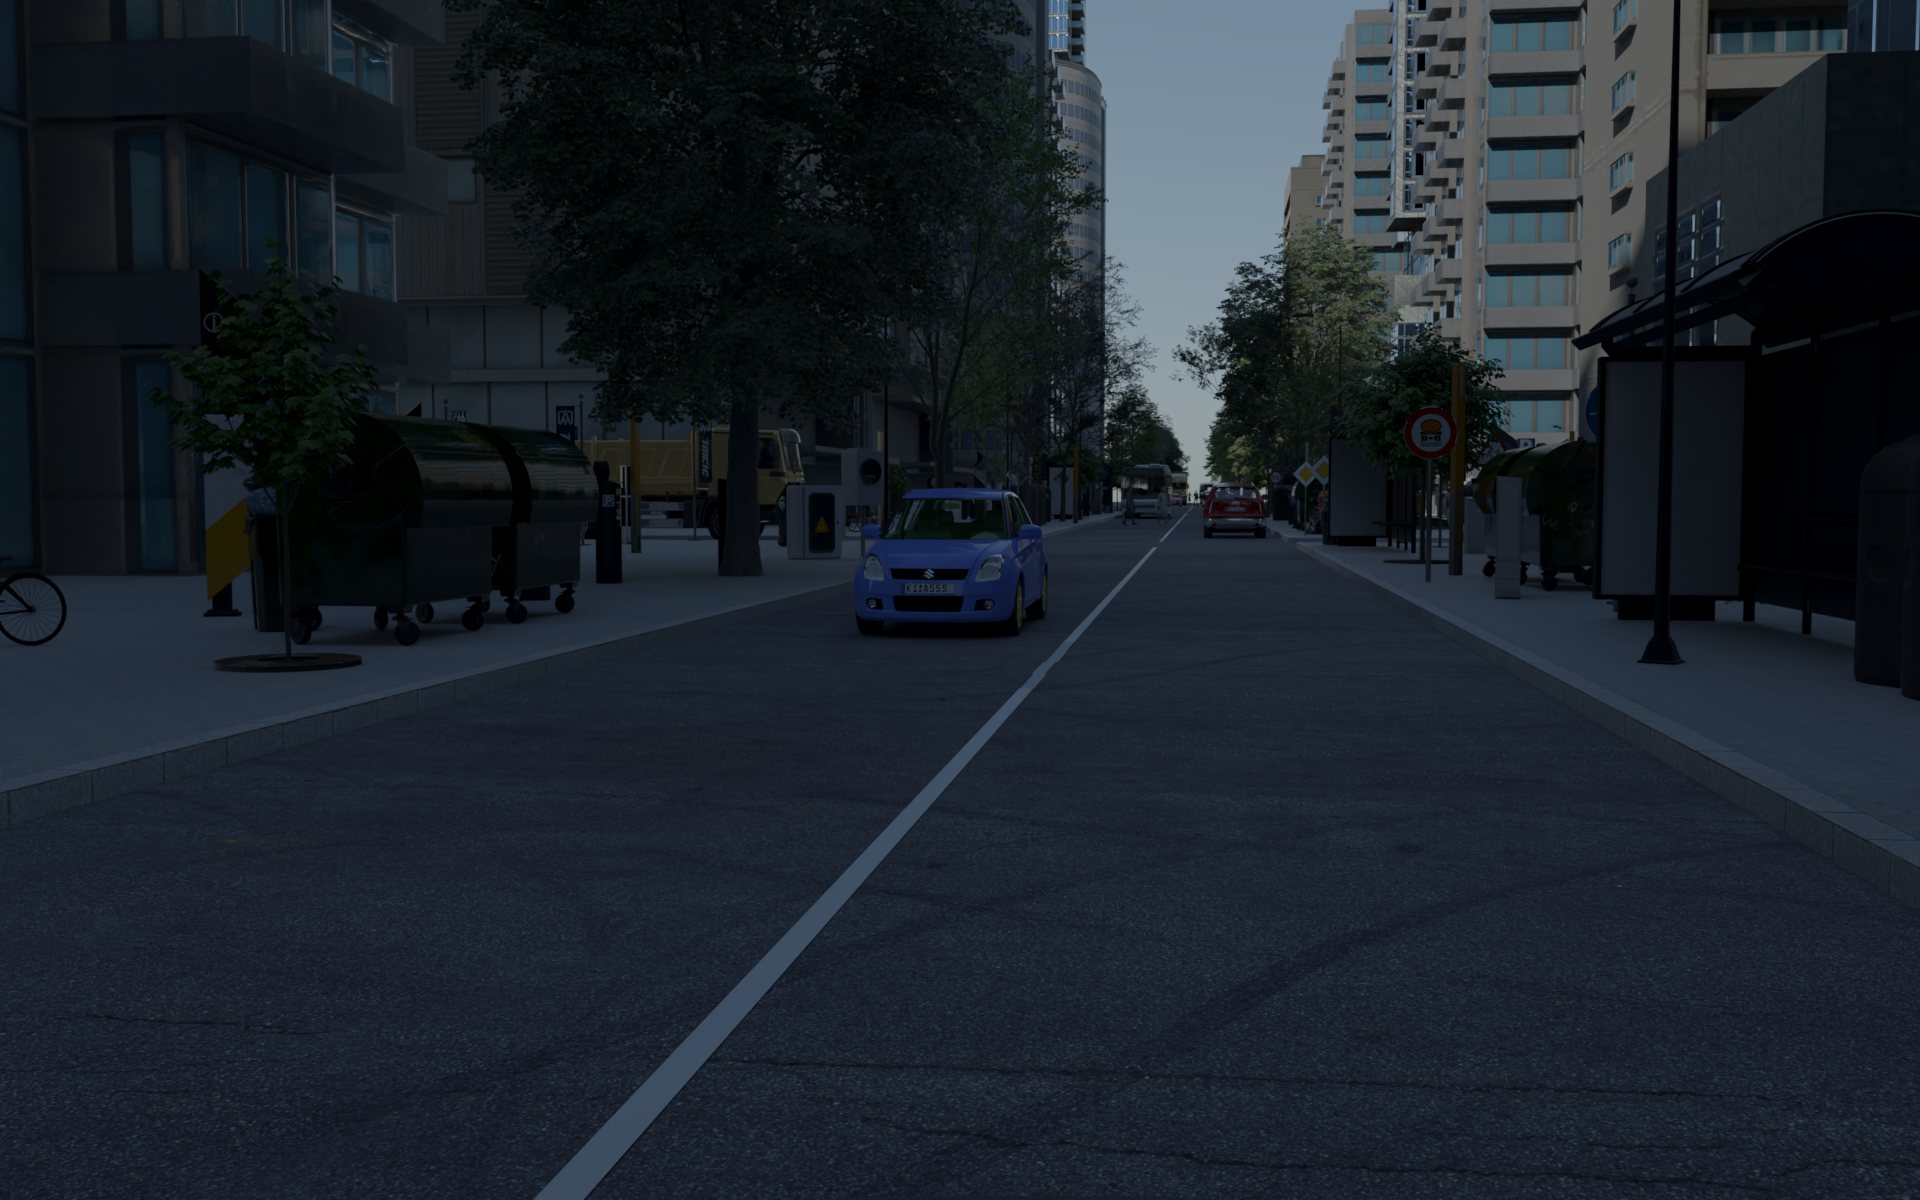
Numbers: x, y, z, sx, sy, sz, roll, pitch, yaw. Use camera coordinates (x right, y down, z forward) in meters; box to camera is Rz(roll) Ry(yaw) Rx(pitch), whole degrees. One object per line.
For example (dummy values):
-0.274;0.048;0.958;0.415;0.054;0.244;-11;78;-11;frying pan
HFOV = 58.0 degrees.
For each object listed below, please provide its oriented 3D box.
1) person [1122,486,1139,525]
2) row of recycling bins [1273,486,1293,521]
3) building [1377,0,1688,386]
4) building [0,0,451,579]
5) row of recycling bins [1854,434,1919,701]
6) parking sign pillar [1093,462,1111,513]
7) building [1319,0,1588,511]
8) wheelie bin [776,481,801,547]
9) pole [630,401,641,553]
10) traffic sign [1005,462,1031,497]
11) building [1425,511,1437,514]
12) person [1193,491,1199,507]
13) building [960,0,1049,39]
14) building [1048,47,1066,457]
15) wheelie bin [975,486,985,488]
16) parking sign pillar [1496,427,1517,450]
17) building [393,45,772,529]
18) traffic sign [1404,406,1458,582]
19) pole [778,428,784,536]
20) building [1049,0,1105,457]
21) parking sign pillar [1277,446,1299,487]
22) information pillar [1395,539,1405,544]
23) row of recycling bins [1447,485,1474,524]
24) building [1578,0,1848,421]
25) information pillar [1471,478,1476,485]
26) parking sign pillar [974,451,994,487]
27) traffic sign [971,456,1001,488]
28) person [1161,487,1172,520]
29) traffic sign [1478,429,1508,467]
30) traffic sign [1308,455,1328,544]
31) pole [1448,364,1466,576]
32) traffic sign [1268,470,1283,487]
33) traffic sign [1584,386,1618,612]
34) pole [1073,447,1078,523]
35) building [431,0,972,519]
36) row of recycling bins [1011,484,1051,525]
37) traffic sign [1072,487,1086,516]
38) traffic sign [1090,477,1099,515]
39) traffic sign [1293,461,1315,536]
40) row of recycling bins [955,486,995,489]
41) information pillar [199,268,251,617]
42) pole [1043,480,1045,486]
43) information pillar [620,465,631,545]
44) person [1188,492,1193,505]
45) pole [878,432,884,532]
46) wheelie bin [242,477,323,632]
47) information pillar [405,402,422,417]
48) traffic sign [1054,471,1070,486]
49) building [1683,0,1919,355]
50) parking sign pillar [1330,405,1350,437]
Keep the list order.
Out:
7.920;-4.396;80.479;0.767;1.812;0.694;1;4;9;person
16.427;-4.774;85.174;1.069;1.692;3.534;3;5;39;row of recycling bins
44.292;-50.783;142.981;22.319;86.520;31.000;0;4;8;building
-25.743;-24.950;27.534;30.456;49.044;23.786;0;4;8;building
6.319;-0.195;10.305;1.069;1.692;3.534;0;4;8;row of recycling bins
9.851;-8.025;119.684;1.447;3.967;1.447;2;4;26;parking sign pillar
48.123;-33.942;174.559;23.786;49.044;30.456;0;4;8;building
-4.055;-2.112;42.438;0.693;1.594;0.980;1;4;22;wheelie bin
-7.038;-2.673;37.555;0.158;3.312;0.155;0;3;0;pole
1.797;-3.056;53.609;0.795;2.450;0.064;0;4;8;traffic sign
40.552;-29.870;107.981;23.786;49.044;30.456;0;4;8;building
26.844;-11.541;197.069;0.709;1.838;0.599;0;4;6;person
-4.380;-36.793;143.570;21.231;58.520;28.212;0;4;8;building
-1.244;-33.846;172.986;23.786;49.044;30.456;0;4;8;building
0.924;-3.647;67.530;0.980;1.594;0.693;1;4;8;wheelie bin
20.133;-4.627;64.128;1.447;3.967;1.447;-3;5;-41;parking sign pillar
-18.256;-29.801;76.489;28.713;52.752;27.495;0;4;8;building
6.843;-1.537;25.238;0.768;2.556;0.104;1;4;11;traffic sign
-5.531;-3.653;53.572;0.158;3.312;0.155;0;3;0;pole
11.333;-58.136;263.191;22.319;86.520;31.000;0;4;8;building
18.090;-6.533;95.293;1.447;3.967;1.447;1;4;9;parking sign pillar
11.493;-2.477;44.991;0.304;2.012;0.304;0;4;6;information pillar
22.087;-4.159;75.107;1.069;1.692;3.534;0;4;-7;row of recycling bins
36.331;-27.134;67.350;21.600;48.544;21.300;0;4;8;building
23.462;-4.561;79.057;0.304;2.012;0.304;1;4;14;information pillar
1.485;-7.247;106.962;1.447;3.967;1.447;3;5;43;parking sign pillar
0.682;-2.572;45.702;0.795;2.450;0.064;0;4;8;traffic sign
11.463;-5.370;96.401;0.767;1.812;0.694;0;4;5;person
10.642;-2.114;34.573;0.884;2.594;0.081;1;4;13;traffic sign
9.338;-2.497;44.465;0.795;2.450;0.064;0;4;8;traffic sign
7.822;-2.043;27.240;0.158;3.312;0.155;0;3;0;pole
16.873;-5.656;92.581;0.768;2.556;0.104;1;4;15;traffic sign
7.151;-1.142;18.776;0.768;2.556;0.104;1;4;16;traffic sign
5.050;-5.002;75.621;0.158;3.312;0.155;0;3;0;pole
-14.268;-31.955;111.706;28.713;52.752;27.495;0;4;8;building
2.878;-3.911;71.057;1.069;1.692;3.534;1;4;15;row of recycling bins
6.141;-6.453;99.379;2.265;3.308;0.079;1;4;15;traffic sign
8.047;-6.445;105.481;0.768;2.556;0.104;1;4;17;traffic sign
10.453;-2.980;52.373;0.795;2.450;0.064;0;4;8;traffic sign
1.309;-4.957;88.163;3.534;1.692;1.069;0;4;4;row of recycling bins
-7.658;-1.635;18.084;0.504;3.616;0.183;-1;4;-10;information pillar
5.144;-6.877;106.288;0.158;3.312;0.155;0;3;0;pole
-8.458;-2.427;44.167;0.304;2.012;0.304;-3;5;-42;information pillar
30.135;-13.361;227.745;1.217;1.735;0.721;-1;4;-20;person
-2.583;-3.841;56.645;0.158;3.312;0.155;0;3;0;pole
-6.371;-0.513;16.293;0.693;1.594;0.980;-2;4;-29;wheelie bin
-13.846;-3.214;43.895;0.504;3.616;0.183;-2;4;-35;information pillar
5.033;-5.179;85.860;0.795;2.450;0.064;1;4;10;traffic sign
23.008;-43.053;16.596;22.319;86.520;31.000;0;4;8;building
11.806;-3.892;52.102;1.447;3.967;1.447;0;4;6;parking sign pillar
